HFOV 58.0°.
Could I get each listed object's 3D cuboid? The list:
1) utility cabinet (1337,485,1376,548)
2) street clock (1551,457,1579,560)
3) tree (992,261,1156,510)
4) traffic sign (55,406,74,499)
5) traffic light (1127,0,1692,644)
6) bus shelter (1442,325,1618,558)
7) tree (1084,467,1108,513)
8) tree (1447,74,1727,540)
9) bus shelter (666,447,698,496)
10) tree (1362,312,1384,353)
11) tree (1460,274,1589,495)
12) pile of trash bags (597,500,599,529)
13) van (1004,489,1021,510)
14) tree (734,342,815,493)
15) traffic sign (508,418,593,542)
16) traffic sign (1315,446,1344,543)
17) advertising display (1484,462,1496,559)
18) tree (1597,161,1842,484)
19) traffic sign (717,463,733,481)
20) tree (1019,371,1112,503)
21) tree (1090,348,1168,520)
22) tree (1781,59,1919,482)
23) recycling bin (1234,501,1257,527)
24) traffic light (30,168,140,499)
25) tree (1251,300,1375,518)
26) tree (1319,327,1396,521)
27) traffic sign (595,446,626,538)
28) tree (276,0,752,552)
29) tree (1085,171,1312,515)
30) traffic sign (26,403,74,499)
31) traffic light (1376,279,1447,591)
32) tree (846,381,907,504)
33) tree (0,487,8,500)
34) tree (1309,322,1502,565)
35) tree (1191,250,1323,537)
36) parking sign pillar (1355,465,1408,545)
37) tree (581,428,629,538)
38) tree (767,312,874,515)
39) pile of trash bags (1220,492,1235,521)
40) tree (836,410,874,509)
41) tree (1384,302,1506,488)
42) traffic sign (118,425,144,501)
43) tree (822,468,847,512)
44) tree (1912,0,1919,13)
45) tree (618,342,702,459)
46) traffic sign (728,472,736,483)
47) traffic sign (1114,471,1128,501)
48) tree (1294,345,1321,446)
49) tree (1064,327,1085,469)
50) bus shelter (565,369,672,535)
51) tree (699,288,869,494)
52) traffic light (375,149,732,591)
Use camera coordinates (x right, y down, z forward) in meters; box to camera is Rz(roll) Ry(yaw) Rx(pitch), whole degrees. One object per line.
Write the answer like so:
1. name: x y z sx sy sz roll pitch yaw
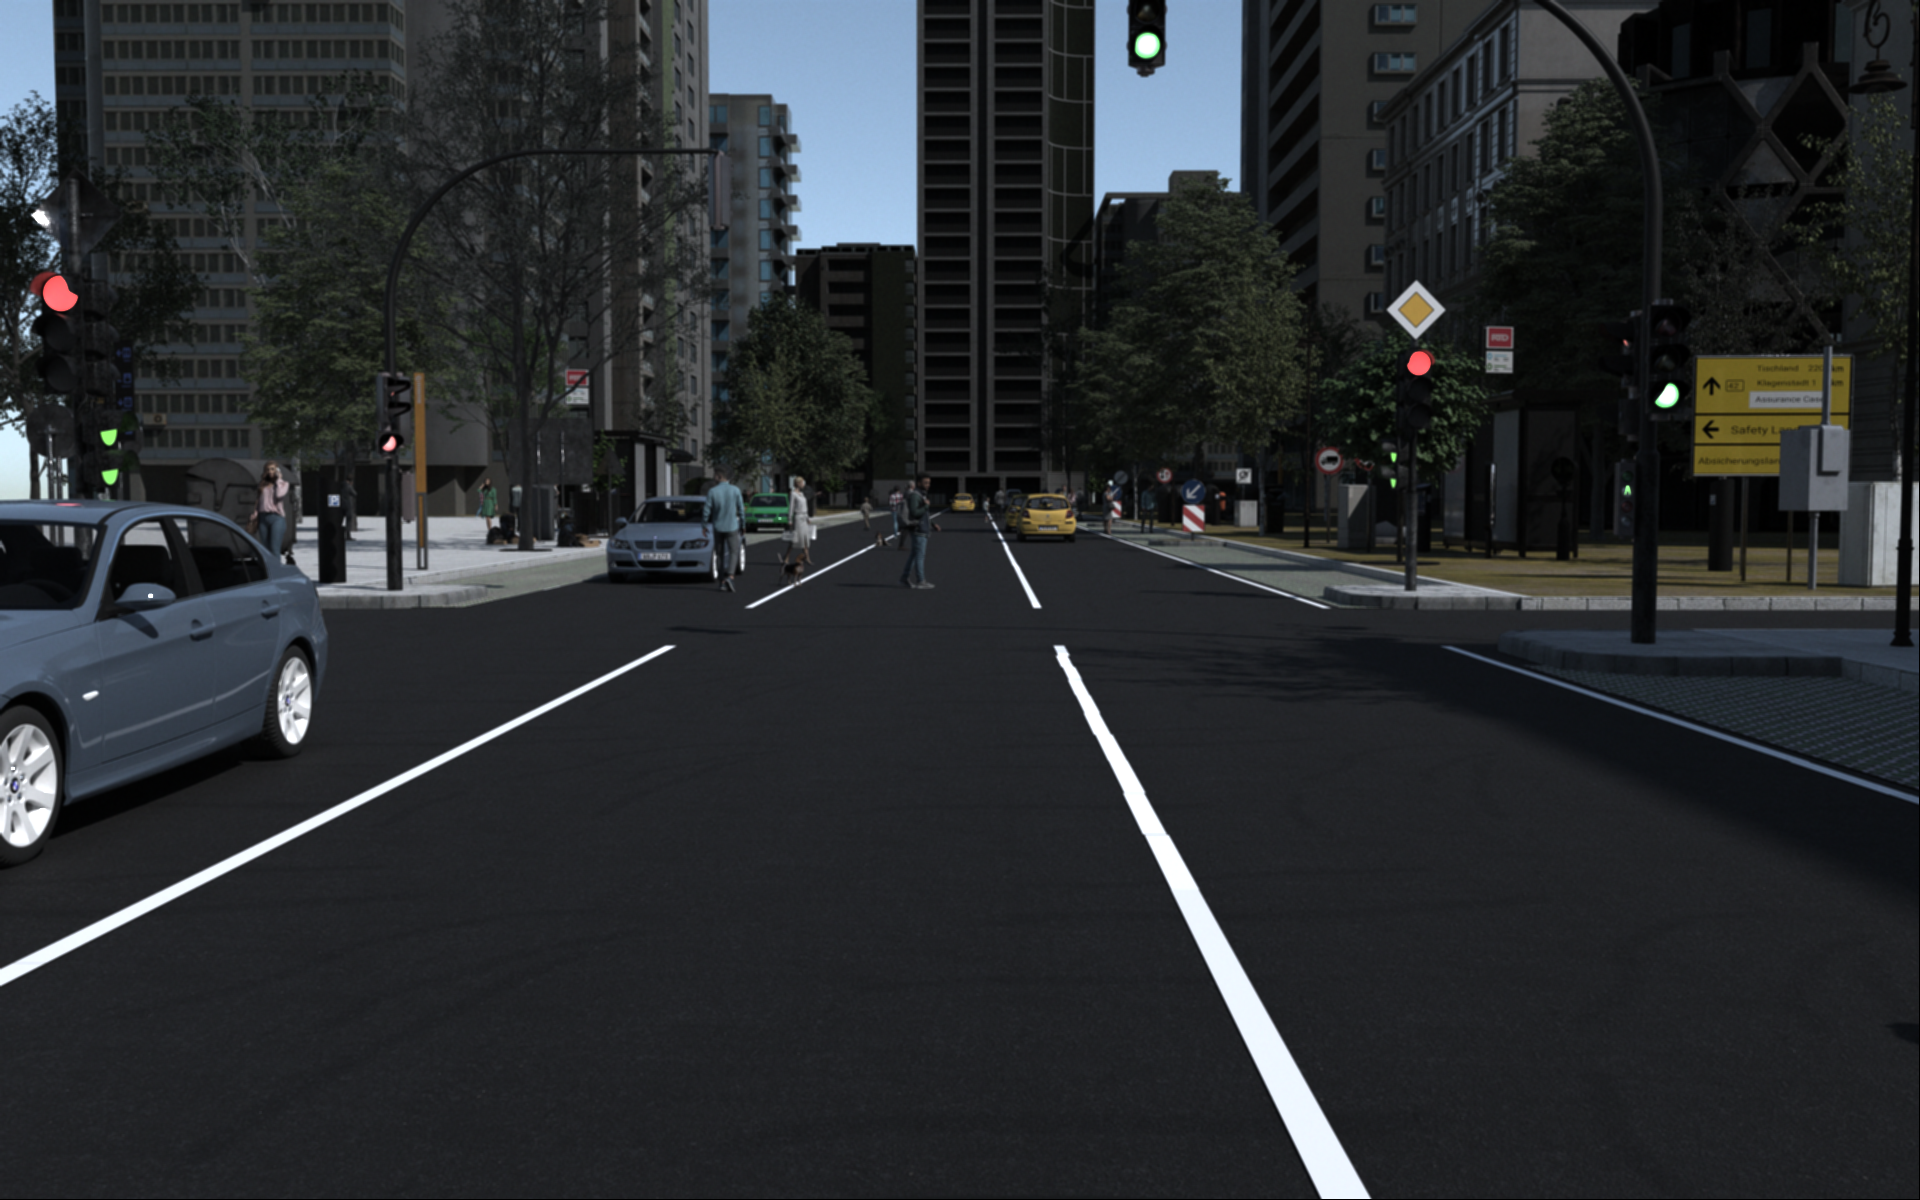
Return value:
1. utility cabinet: 9.341 -1.959 40.714 1.173 1.500 0.318 -3 5 -44
2. street clock: 11.735 -1.778 33.647 0.471 2.002 0.358 3 5 42
3. tree: 8.999 -17.508 142.151 12.611 20.169 13.585 0 3 0
4. traffic sign: -12.990 -1.522 24.983 0.768 2.556 0.104 0 4 3
5. traffic light: 3.774 -2.450 14.727 4.771 5.953 1.251 0 4 1
6. bus shelter: 12.114 -3.744 38.853 2.179 5.291 8.768 0 4 1
7. tree: 9.066 -7.544 117.946 1.663 3.219 1.824 0 3 0
8. tree: 17.324 -7.931 47.802 7.486 12.596 7.792 0 3 0
9. bus shelter: -12.799 -4.964 75.080 2.014 3.302 5.546 0 4 1
10. tree: 18.120 -7.326 70.149 4.737 8.622 4.395 0 3 0
11. tree: 18.725 -6.488 56.436 4.360 8.622 3.978 0 3 0
12. pile of trash bags: -12.803 -3.367 64.802 1.912 1.369 3.447 0 4 1
13. van: 4.870 -9.240 158.092 2.013 2.044 4.112 0 4 1
14. tree: -9.208 -8.214 84.658 4.737 8.622 4.395 0 3 0
15. traffic sign: -10.950 -3.209 46.339 2.265 3.308 0.079 0 4 1
16. traffic sign: 9.731 -2.787 45.674 0.768 2.556 0.104 0 4 8
17. advertising display: 10.649 -1.809 34.796 0.123 1.923 0.974 1 4 23
18. tree: 17.591 -5.454 39.539 4.360 8.622 3.978 0 3 0
19. traffic sign: -9.665 -4.333 70.943 0.768 2.556 0.104 0 4 8
20. tree: 10.659 -15.885 170.089 12.009 13.543 11.850 0 3 0
21. tree: 8.593 -8.253 85.300 4.360 8.622 3.978 0 3 0
22. tree: 16.467 -4.857 29.767 4.737 8.622 4.395 0 3 0
23. recycling bin: 11.026 -3.322 66.865 0.722 1.027 0.722 0 4 -7
24. traffic light: -7.594 -1.593 14.972 0.839 4.253 0.868 0 4 1
25. tree: 18.889 -10.304 94.233 9.928 11.665 9.643 0 3 0
26. tree: 18.472 -7.650 75.441 4.360 8.622 3.978 0 3 0
27. traffic sign: -9.458 -2.864 46.825 0.884 2.594 0.081 1 4 9
28. tree: -9.604 -7.839 38.538 12.009 13.543 11.850 0 3 0
29. tree: 8.927 -8.765 61.442 7.486 12.596 7.792 0 3 0
30. traffic sign: -12.693 -1.473 24.197 0.768 2.556 0.104 0 4 7
31. traffic light: 5.951 -2.074 22.831 0.839 4.253 0.868 0 4 1
32. tree: -8.378 -14.259 158.887 9.928 11.665 9.643 0 3 0
33. tree: -52.149 -10.752 77.613 13.155 14.587 18.604 -1 4 -9
34. tree: 8.164 -2.933 31.669 4.285 4.588 4.351 0 3 0
35. tree: 9.050 -6.207 51.854 4.737 8.622 4.395 0 3 0
36. parking sign pillar: 10.798 -3.419 44.373 1.447 3.967 1.447 3 5 42
37. tree: -10.522 -3.424 50.581 1.663 3.219 1.824 0 3 0
38. tree: -9.107 -11.652 108.641 7.486 12.596 7.792 0 3 0
39. pile of trash bags: 12.605 -4.535 83.899 1.912 1.369 3.447 0 4 5
40. tree: -9.171 -11.902 144.955 4.360 8.622 3.978 0 3 0
41. tree: 18.343 -6.953 64.046 4.737 8.622 4.395 0 3 0
42. traffic sign: -13.461 -1.692 27.772 0.768 2.556 0.104 0 4 1
43. tree: -9.133 -7.979 125.056 1.663 3.219 1.824 0 3 0
44. tree: 7.957 -3.646 9.968 4.737 8.622 4.395 0 3 0
45. tree: -14.312 -8.112 83.000 4.360 8.622 3.978 0 3 0
46. traffic sign: -10.980 -5.025 81.888 0.795 2.593 0.064 0 4 8
47. traffic sign: 8.731 -5.743 94.006 0.768 2.556 0.104 1 4 9
48. tree: 17.427 -8.014 81.389 4.360 8.622 3.978 0 3 0
49. tree: 9.803 -11.321 103.226 7.486 12.596 7.792 0 3 0
50. bus shelter: -11.526 -4.929 58.214 2.179 5.291 8.768 0 4 1
51. tree: -9.797 -10.984 96.596 9.611 12.733 9.660 0 3 0
52. traffic light: -5.417 -2.954 22.969 4.771 5.953 1.251 0 4 1
